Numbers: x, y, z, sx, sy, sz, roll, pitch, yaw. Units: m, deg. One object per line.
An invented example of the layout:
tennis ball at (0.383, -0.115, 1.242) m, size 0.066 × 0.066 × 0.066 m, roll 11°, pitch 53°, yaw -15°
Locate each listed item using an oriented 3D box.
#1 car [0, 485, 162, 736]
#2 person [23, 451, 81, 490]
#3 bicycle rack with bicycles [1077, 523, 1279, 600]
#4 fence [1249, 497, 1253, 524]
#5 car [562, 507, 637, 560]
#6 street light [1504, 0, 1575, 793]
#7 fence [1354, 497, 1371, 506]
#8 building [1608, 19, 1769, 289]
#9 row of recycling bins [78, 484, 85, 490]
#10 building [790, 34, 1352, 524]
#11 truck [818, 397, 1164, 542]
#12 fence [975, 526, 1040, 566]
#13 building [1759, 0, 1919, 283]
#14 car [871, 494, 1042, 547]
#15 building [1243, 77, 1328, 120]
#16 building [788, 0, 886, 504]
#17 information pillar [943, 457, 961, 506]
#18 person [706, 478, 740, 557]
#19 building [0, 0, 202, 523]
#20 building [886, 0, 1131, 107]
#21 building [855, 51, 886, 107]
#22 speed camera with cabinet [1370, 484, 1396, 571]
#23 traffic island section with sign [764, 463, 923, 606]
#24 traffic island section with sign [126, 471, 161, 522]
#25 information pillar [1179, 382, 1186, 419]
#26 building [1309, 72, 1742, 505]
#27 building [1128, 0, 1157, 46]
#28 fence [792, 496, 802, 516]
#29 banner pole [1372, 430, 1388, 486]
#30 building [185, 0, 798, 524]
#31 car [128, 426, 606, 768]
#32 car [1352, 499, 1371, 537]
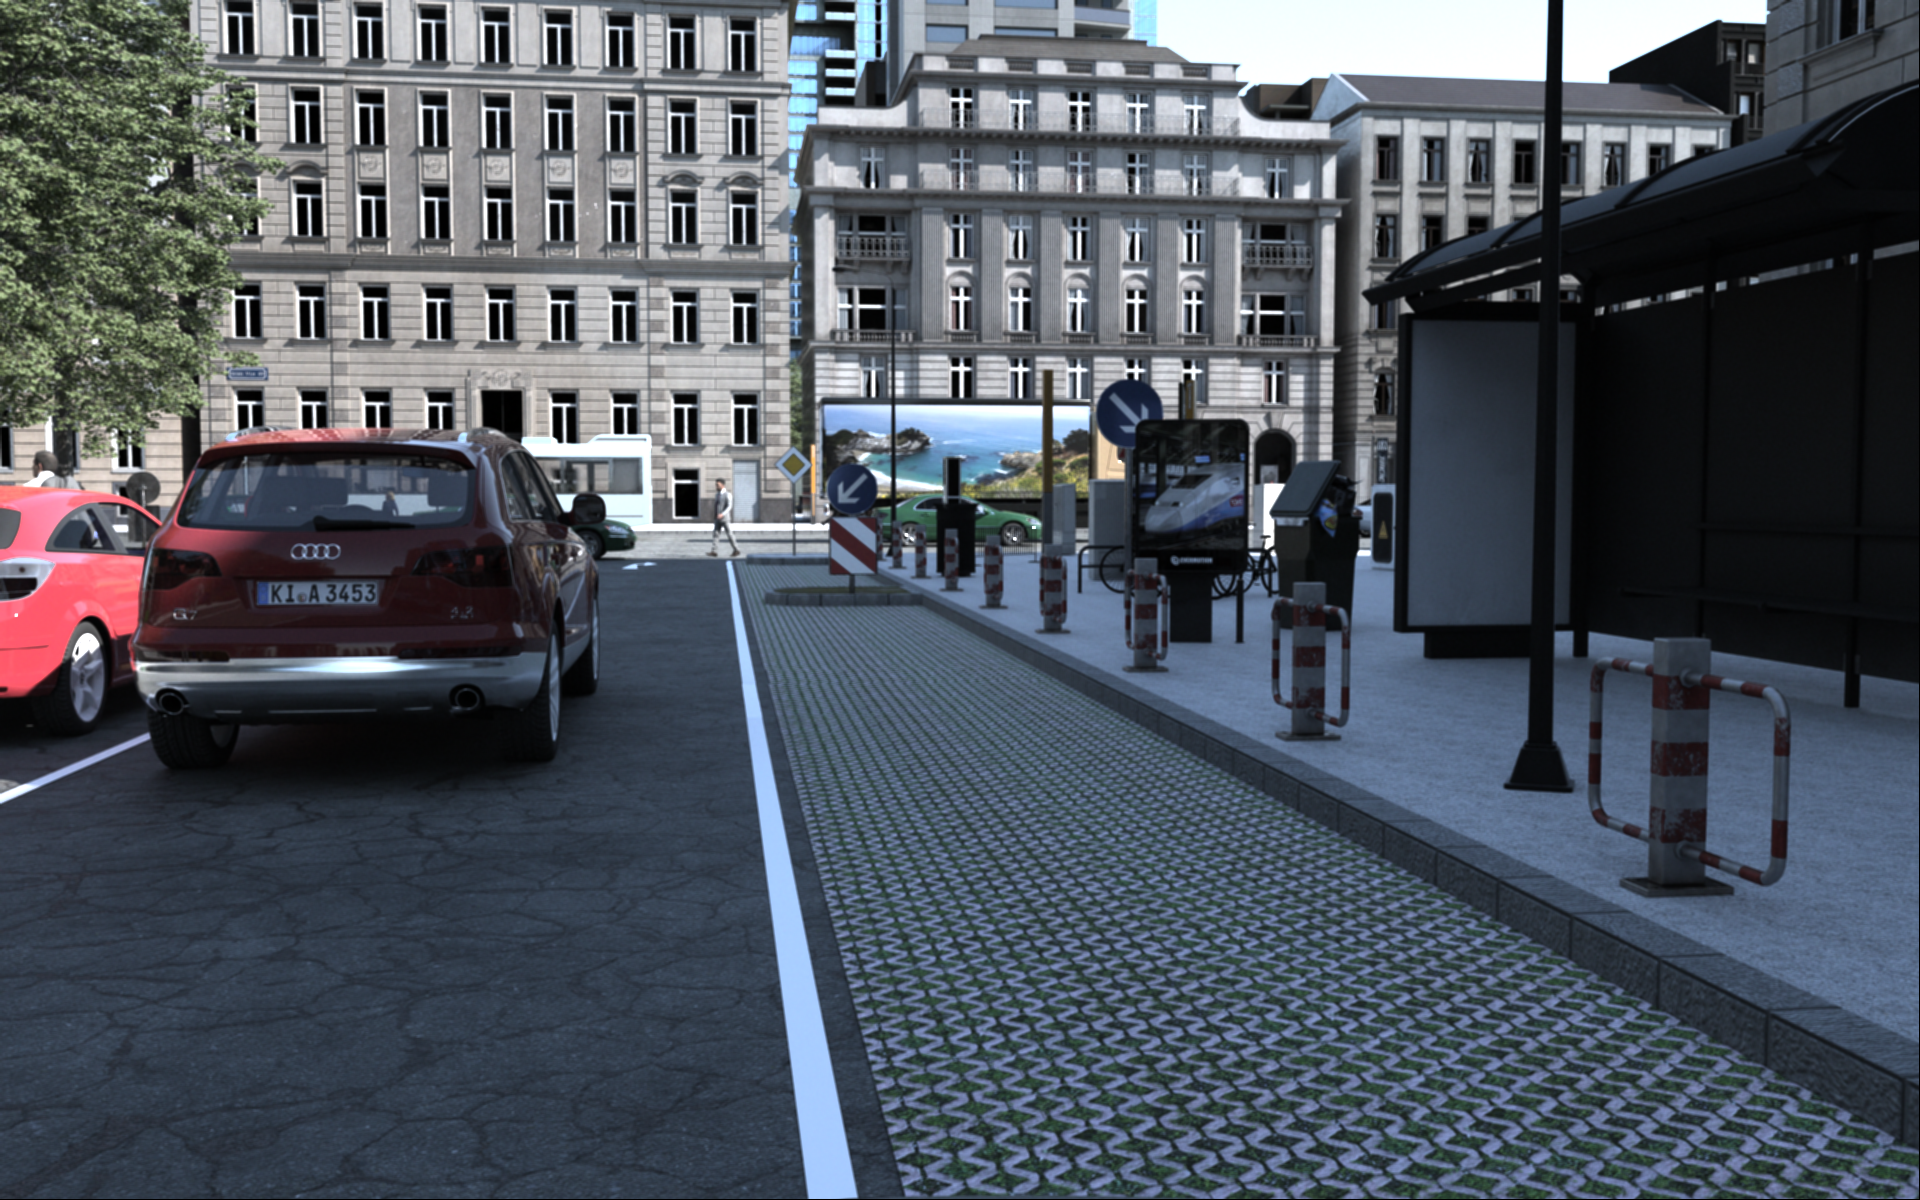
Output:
car at (-6.242, -0.158, 11.630) m, size 2.155 × 1.783 × 4.494 m, roll 0°, pitch 4°, yaw -7°
person at (-8.339, -0.452, 15.991) m, size 0.679 × 1.850 × 0.850 m, roll -2°, pitch 4°, yaw -33°
bicycle rack with bicycles at (2.901, -0.521, 21.905) m, size 2.925 × 0.926 × 2.852 m, roll -1°, pitch 4°, yaw -21°
fence at (12.799, -3.916, 75.222) m, size 0.480 × 1.192 × 2.264 m, roll 2°, pitch 4°, yaw 27°
car at (-9.568, -1.597, 37.912) m, size 4.920 × 1.459 × 2.131 m, roll 0°, pitch 4°, yaw -6°
street light at (2.007, -2.129, 7.355) m, size 1.470 × 5.913 × 1.316 m, roll 0°, pitch 4°, yaw -8°
fence at (16.685, -3.643, 70.768) m, size 2.264 × 1.192 × 0.480 m, roll 0°, pitch 4°, yaw 5°
building at (42.606, -15.695, 86.293) m, size 15.834 × 23.373 × 12.332 m, roll 0°, pitch 4°, yaw -8°
row of recycling bins at (-34.491, -3.599, 65.954) m, size 3.534 × 1.692 × 1.069 m, roll 2°, pitch 4°, yaw 32°
building at (4.411, -14.642, 81.204) m, size 24.055 × 21.916 × 13.314 m, roll 0°, pitch 4°, yaw -8°
truck at (1.450, -3.848, 51.823) m, size 11.283 × 4.237 × 2.839 m, roll 0°, pitch 4°, yaw -7°
fence at (0.836, -0.998, 31.691) m, size 0.278 × 0.683 × 2.069 m, roll 3°, pitch 4°, yaw 36°
building at (19.500, -13.316, 14.976) m, size 12.463 × 27.353 × 25.104 m, roll 0°, pitch 4°, yaw -8°
car at (-0.102, -2.202, 47.802) m, size 4.920 × 1.459 × 2.131 m, roll 0°, pitch 4°, yaw -8°
building at (37.213, -32.636, 183.702) m, size 14.200 × 45.320 × 14.600 m, roll 0°, pitch 4°, yaw -8°
building at (-14.183, -56.874, 242.560) m, size 31.000 × 86.520 × 22.319 m, roll 0°, pitch 4°, yaw -8°
information pillar at (-0.162, -1.832, 34.451) m, size 0.304 × 2.012 × 0.304 m, roll -1°, pitch 4°, yaw -13°
person at (-5.402, -1.882, 39.548) m, size 0.850 × 1.792 × 0.678 m, roll -3°, pitch 5°, yaw -44°
building at (-42.528, -17.708, 75.429) m, size 20.117 × 28.700 × 13.634 m, roll 0°, pitch 4°, yaw -8°
building at (3.928, -37.527, 155.559) m, size 21.231 × 58.520 × 28.212 m, roll 0°, pitch 4°, yaw -8°
building at (-3.274, -32.252, 177.429) m, size 14.600 × 45.320 × 14.200 m, roll 0°, pitch 4°, yaw -8°
speed camera with cabinet at (7.525, -2.095, 28.591) m, size 0.660 × 3.252 × 2.038 m, roll -1°, pitch 4°, yaw -15°
traffic island section with sign at (-1.586, -0.873, 22.903) m, size 1.989 × 1.847 × 2.006 m, roll 0°, pitch 4°, yaw -8°
traffic island section with sign at (-16.449, -1.611, 34.476) m, size 2.006 × 1.907 × 1.989 m, roll 0°, pitch 4°, yaw -8°
information pillar at (4.718, -2.767, 36.591) m, size 0.183 × 3.616 × 0.504 m, roll 2°, pitch 4°, yaw 26°
building at (25.873, -14.298, 82.916) m, size 18.267 × 20.994 × 9.793 m, roll 0°, pitch 4°, yaw -8°
building at (16.424, -57.177, 247.518) m, size 31.000 × 86.520 × 22.319 m, roll 0°, pitch 4°, yaw -8°
fence at (-9.229, -5.154, 95.467) m, size 2.264 × 1.192 × 0.480 m, roll 1°, pitch 4°, yaw 22°
banner pole at (16.414, -4.769, 67.992) m, size 0.863 × 3.779 × 0.401 m, roll 3°, pitch 4°, yaw 38°
building at (-20.010, -17.152, 77.700) m, size 25.104 × 27.353 × 12.463 m, roll 0°, pitch 4°, yaw -8°
car at (-3.384, -0.123, 10.690) m, size 2.281 × 1.827 × 5.304 m, roll 0°, pitch 4°, yaw -8°
car at (14.905, -2.767, 57.242) m, size 4.499 × 1.417 × 2.014 m, roll 0°, pitch 4°, yaw -7°
